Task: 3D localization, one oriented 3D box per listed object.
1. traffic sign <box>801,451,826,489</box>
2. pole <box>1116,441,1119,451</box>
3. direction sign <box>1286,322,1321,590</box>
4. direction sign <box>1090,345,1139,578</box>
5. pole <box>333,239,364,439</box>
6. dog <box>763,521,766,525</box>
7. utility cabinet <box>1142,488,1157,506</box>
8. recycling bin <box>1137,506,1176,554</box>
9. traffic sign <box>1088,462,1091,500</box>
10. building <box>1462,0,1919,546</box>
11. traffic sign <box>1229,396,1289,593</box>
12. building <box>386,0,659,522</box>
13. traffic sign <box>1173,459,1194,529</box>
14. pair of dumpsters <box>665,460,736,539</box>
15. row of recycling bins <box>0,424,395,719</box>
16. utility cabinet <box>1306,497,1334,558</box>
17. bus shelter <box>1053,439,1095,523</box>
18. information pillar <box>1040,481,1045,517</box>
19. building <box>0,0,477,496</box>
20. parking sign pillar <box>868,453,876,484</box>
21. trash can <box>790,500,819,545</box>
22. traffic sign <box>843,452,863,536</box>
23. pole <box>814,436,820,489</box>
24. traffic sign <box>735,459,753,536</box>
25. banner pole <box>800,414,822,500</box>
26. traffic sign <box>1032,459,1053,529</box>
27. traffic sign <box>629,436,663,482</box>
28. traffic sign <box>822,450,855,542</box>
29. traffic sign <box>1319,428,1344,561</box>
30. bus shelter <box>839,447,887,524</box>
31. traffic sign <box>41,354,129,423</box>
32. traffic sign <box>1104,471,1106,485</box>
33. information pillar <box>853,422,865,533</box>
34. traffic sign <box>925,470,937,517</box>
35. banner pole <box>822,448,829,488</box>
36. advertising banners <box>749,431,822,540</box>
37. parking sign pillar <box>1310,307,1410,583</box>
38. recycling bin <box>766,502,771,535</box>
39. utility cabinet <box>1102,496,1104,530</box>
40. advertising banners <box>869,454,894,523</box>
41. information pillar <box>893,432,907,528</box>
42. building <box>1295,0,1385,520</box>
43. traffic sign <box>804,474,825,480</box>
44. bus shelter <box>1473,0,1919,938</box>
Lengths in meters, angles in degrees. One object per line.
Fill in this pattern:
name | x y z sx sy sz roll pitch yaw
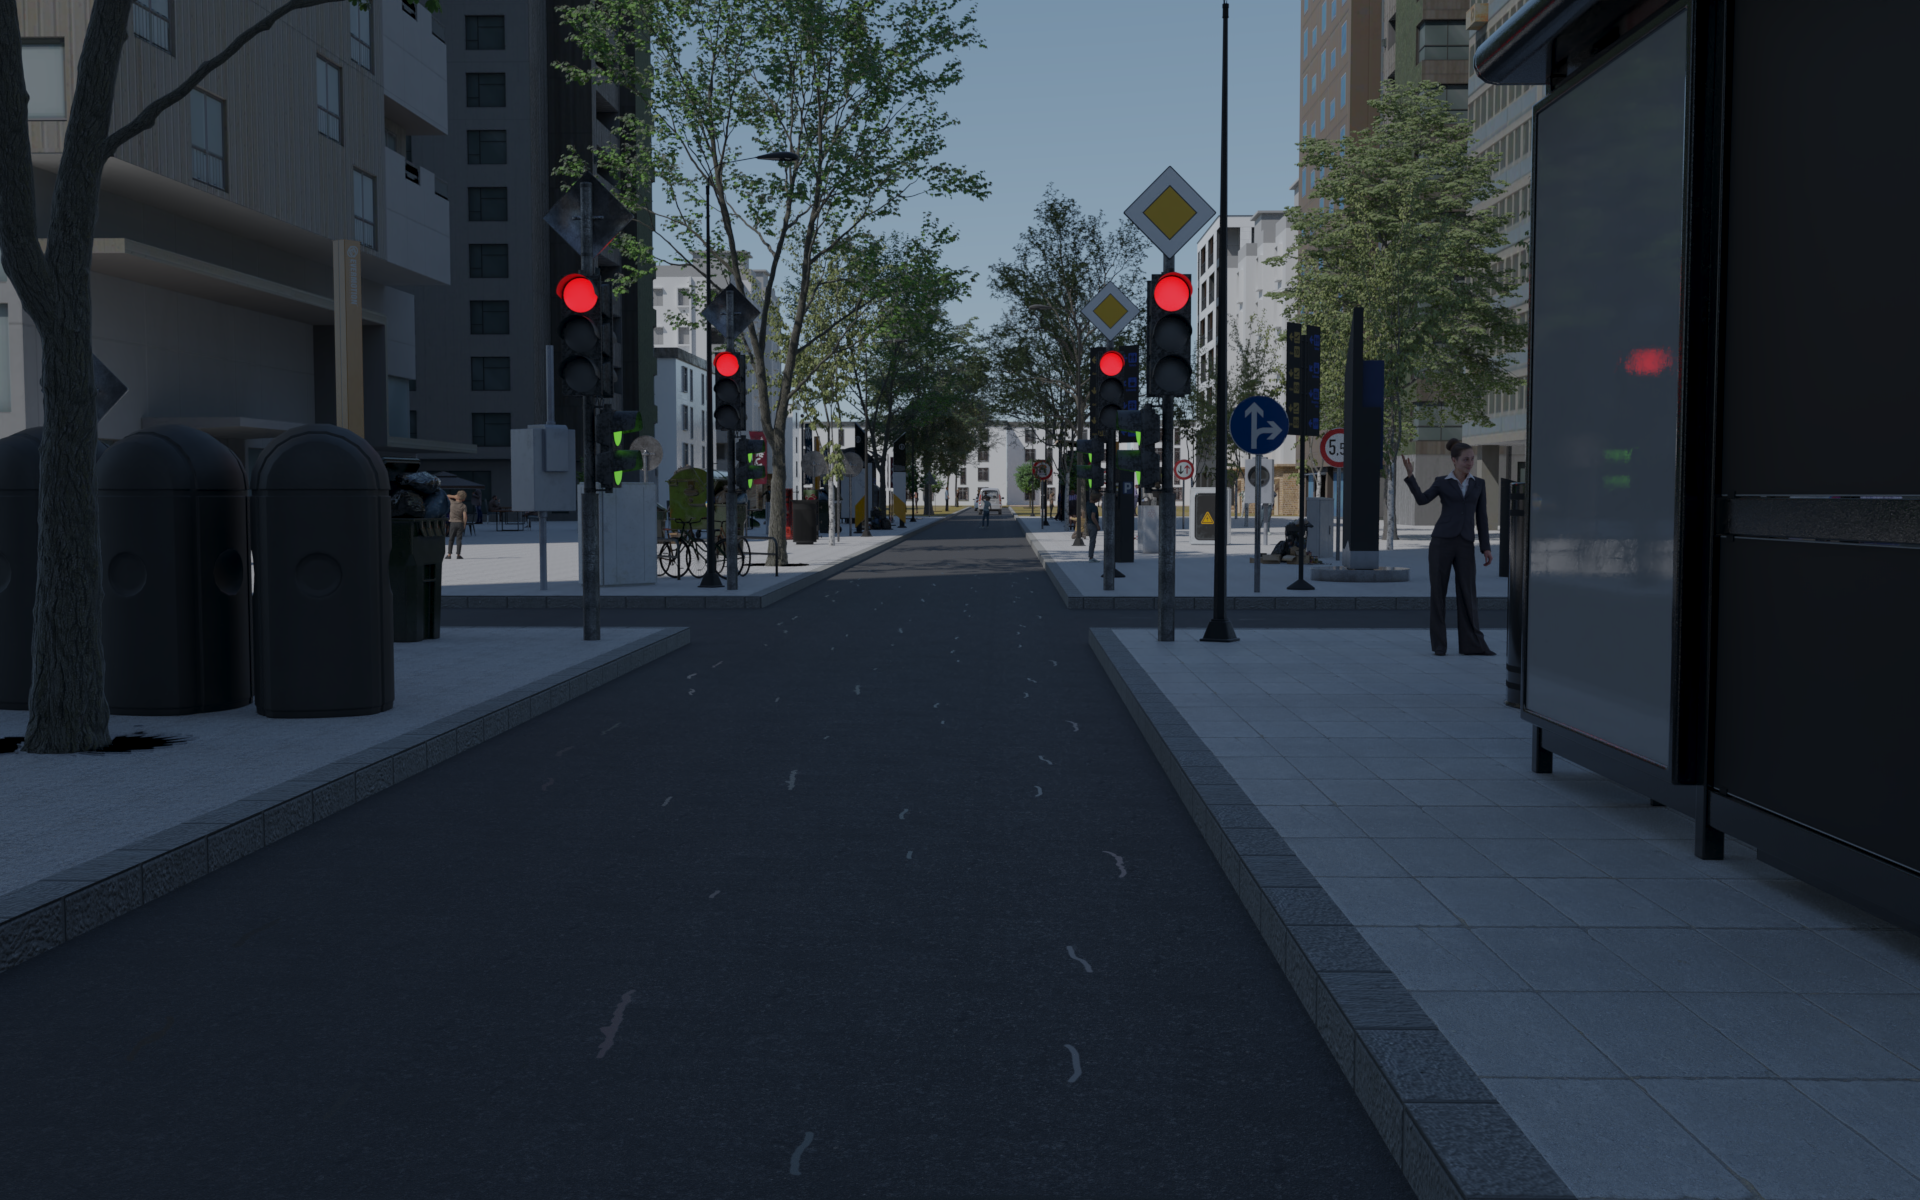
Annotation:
traffic sign | -4.316 -3.117 51.074 0.768 2.556 0.104 0 4 2
pole | 6.076 -4.479 67.075 0.158 3.312 0.155 0 3 0
direction sign | 4.582 -1.907 23.174 0.379 3.537 0.876 3 5 40
direction sign | 2.363 -2.117 26.606 0.876 3.537 0.379 3 4 38
pole | -4.933 -1.235 14.029 0.158 3.312 0.155 0 3 0
dog | -7.991 -3.362 72.703 0.550 0.427 0.748 -1 4 -11
utility cabinet | 7.113 -3.464 65.315 0.318 1.500 1.173 0 4 -8
recycling bin | 4.269 -1.531 37.592 0.722 1.027 0.722 0 4 -5
traffic sign | 5.187 -4.227 69.119 0.884 2.594 0.081 0 4 3
building | 29.284 -21.946 50.705 23.993 40.220 32.217 0 4 1
traffic sign | 3.876 -1.371 22.520 0.768 2.556 0.104 0 4 6
building | -23.194 -19.130 84.483 14.160 30.474 14.107 0 4 1
traffic sign | 8.158 -3.858 63.179 0.768 2.556 0.104 0 4 3
pair of dumpsters | -7.098 -2.785 48.023 1.574 2.255 4.437 0 4 1
row of recycling bins | -5.080 -0.209 10.527 3.534 1.692 1.069 1 4 14
utility cabinet | 7.286 -1.458 34.996 0.306 1.237 1.020 2 4 28
bus shelter | 5.075 -5.227 76.745 1.731 3.624 6.357 0 4 1
information pillar | 4.610 -5.544 95.141 0.304 2.012 0.304 -1 4 -15
building | -31.627 -28.161 49.672 28.713 52.752 27.495 0 4 1
parking sign pillar | -5.103 -6.366 92.549 1.447 3.967 1.447 2 4 34
trash can | -3.943 -1.977 43.978 0.748 1.137 0.748 0 3 0
traffic sign | -3.339 -3.220 52.754 0.768 2.556 0.104 0 4 6
pole | -5.037 -4.110 61.044 0.158 3.312 0.155 0 3 0
traffic sign | -6.269 -3.104 50.754 0.884 2.594 0.081 0 4 3
banner pole | -4.787 -3.909 53.922 0.401 3.779 0.863 -2 4 -35
traffic sign | 3.029 -3.879 63.534 0.768 2.556 0.104 0 4 5
traffic sign | -6.849 -2.303 37.758 0.768 2.556 0.104 0 4 8
traffic sign | -3.257 -2.835 46.362 0.884 2.594 0.081 0 4 2
traffic sign | 7.289 -2.033 33.338 0.768 2.556 0.104 0 4 4
bus shelter | -4.440 -5.086 77.076 2.014 3.302 5.546 0 4 2
traffic sign | -7.728 -0.953 15.312 0.795 2.593 0.064 0 4 4
traffic sign | 7.956 -5.728 93.757 0.768 2.556 0.104 0 4 2
information pillar | -3.224 -3.976 56.357 0.504 3.616 0.183 2 4 35
traffic sign | -1.688 -5.834 95.385 0.884 2.594 0.081 0 4 5
banner pole | -6.529 -5.604 81.642 0.863 3.779 0.401 -2 4 -27
advertising banners | -4.859 -3.183 48.226 2.074 3.025 0.090 -1 4 -20
parking sign pillar | 5.956 -2.276 25.684 1.447 3.967 1.447 0 4 7
recycling bin | -5.764 -2.602 55.103 0.722 1.027 0.722 -1 4 -19
utility cabinet | 5.569 -3.099 61.823 1.020 1.237 0.306 3 4 36
advertising banners | -3.662 -5.167 80.671 2.074 3.025 0.090 -3 4 -38
information pillar | -2.277 -4.535 65.508 0.504 3.616 0.183 -1 4 -12
building | 25.778 -26.897 89.885 14.600 45.320 14.200 0 4 1
traffic sign | -5.479 -4.020 65.730 0.884 2.594 0.081 1 4 10
bus shelter | 3.406 -1.759 6.390 2.179 5.291 8.768 0 4 1
